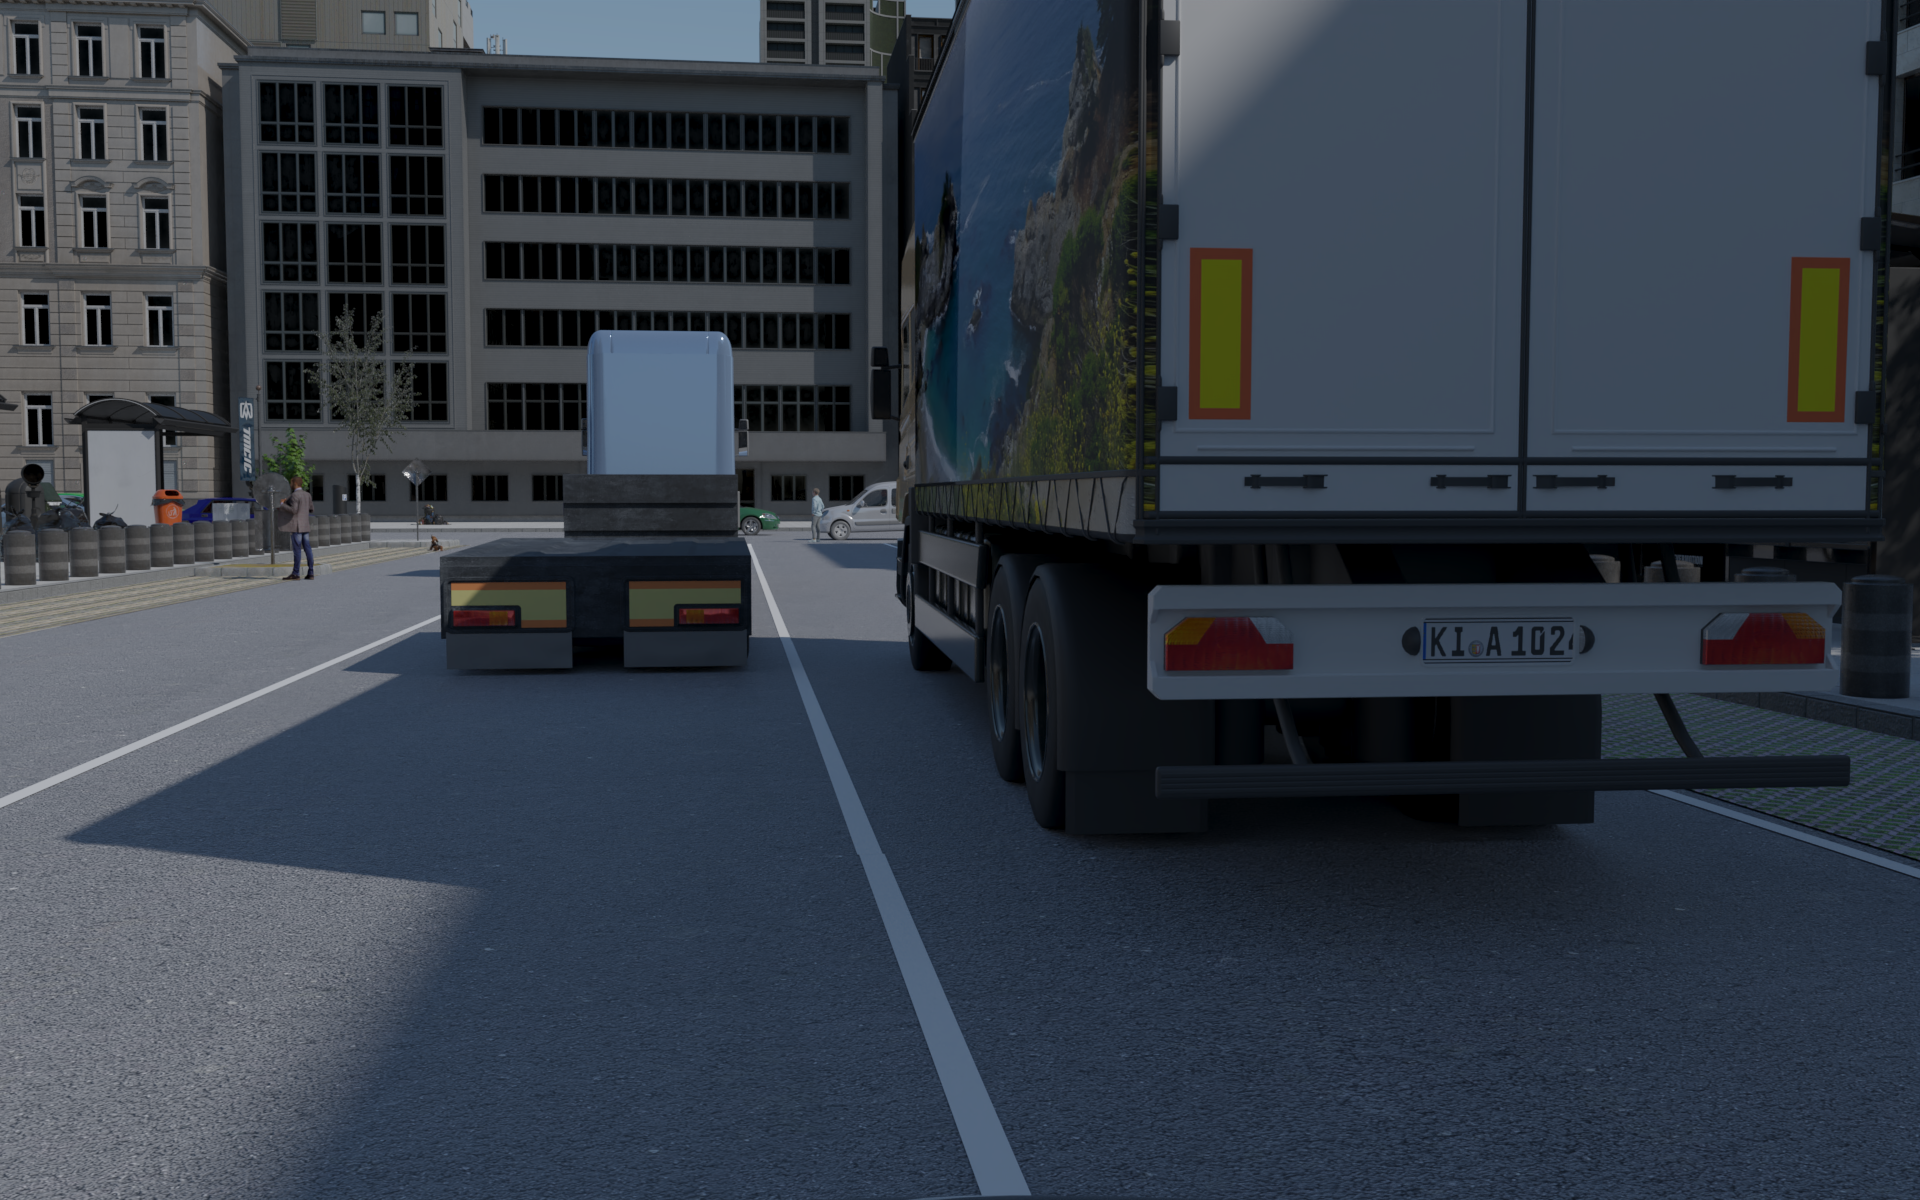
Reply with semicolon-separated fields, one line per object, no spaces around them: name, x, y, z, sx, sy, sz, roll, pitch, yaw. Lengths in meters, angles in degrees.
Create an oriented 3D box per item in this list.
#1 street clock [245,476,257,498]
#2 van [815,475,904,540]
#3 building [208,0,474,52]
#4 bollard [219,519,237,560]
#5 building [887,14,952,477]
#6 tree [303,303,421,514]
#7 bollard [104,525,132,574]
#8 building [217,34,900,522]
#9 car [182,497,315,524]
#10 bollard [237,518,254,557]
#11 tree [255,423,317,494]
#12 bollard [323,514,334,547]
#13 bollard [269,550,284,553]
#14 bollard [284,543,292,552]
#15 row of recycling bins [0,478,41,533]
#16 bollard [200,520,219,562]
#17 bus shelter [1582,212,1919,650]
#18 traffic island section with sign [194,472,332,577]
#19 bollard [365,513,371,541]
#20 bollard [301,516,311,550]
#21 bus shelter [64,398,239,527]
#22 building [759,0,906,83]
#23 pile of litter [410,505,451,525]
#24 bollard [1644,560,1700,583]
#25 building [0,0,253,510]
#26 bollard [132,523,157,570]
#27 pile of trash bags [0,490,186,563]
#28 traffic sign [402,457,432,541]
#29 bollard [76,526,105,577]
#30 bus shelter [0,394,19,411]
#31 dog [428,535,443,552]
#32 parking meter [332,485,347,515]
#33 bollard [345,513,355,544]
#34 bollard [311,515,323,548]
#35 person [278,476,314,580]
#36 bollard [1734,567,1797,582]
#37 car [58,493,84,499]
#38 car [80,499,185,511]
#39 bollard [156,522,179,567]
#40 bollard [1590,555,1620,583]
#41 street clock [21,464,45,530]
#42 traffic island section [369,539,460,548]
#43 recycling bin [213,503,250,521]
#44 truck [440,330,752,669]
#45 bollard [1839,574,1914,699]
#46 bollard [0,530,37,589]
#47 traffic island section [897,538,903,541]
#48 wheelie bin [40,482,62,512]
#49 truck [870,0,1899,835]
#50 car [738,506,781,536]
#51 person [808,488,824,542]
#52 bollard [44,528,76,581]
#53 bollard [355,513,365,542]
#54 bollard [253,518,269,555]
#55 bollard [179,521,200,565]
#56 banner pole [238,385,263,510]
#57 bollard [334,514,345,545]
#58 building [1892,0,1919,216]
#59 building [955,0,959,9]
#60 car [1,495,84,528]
street clock;-27.639;-3.861;67.691;0.358;2.002;0.471;2;4;27
van;-2.541;-2.900;54.433;4.112;2.044;2.013;-1;4;-9
building;-55.669;-33.963;144.535;28.713;52.752;27.495;0;4;-8
bollard;-14.536;-1.183;34.061;0.404;0.777;0.398;0;3;0
building;4.857;-15.642;85.427;15.834;23.373;12.332;0;4;-8
tree;-23.437;-7.194;67.979;4.360;8.622;3.978;0;3;0
bollard;-13.741;-0.816;28.052;0.404;0.777;0.398;0;3;0
building;-18.401;-16.202;83.970;30.058;24.678;14.314;0;4;-8
car;-20.420;-2.293;50.063;3.894;1.354;1.945;0;4;-7
bollard;-14.700;-1.256;35.251;0.404;0.777;0.398;0;3;0
tree;-17.672;-3.144;46.000;1.663;3.219;1.824;0;3;0
bollard;-15.659;-1.696;42.442;0.404;0.777;0.398;0;3;0
bollard;-15.014;-1.402;37.634;0.404;0.777;0.398;0;3;0
bollard;-15.176;-1.474;38.825;0.404;0.777;0.398;0;3;0
row of recycling bins;-24.465;-2.167;42.546;3.534;1.692;1.069;-3;4;-36
bollard;-14.379;-1.110;32.869;0.404;0.777;0.398;0;3;0
bus shelter;7.633;-1.592;17.304;1.731;3.624;6.357;0;4;-7
traffic island section with sign;-12.351;-1.362;30.889;1.989;1.847;2.006;0;4;-8
bollard;-16.294;-1.989;47.241;0.404;0.777;0.398;0;3;0
bollard;-15.336;-1.549;40.047;0.404;0.777;0.398;0;3;0
bus shelter;-18.103;-2.767;39.165;2.014;3.302;5.546;0;4;-7
building;-18.008;-49.470;247.082;20.611;71.187;20.563;0;4;-8
pile of litter;-22.092;-3.553;72.060;1.719;0.858;1.176;0;4;4
bollard;5.508;0.080;13.417;0.404;0.777;0.398;0;3;0
building;-45.574;-17.232;79.007;25.104;27.353;12.463;0;4;-8
bollard;-13.900;-0.889;29.258;0.404;0.777;0.398;0;3;0
pile of trash bags;-16.763;-1.468;33.750;1.912;1.369;3.447;2;4;34
traffic sign;-14.859;-2.677;47.417;0.795;2.450;0.064;0;4;-8
bollard;-13.581;-0.741;26.839;0.404;0.777;0.398;0;3;0
bus shelter;-17.381;-2.085;28.010;2.014;3.302;5.546;0;4;-8
dog;-13.210;-1.421;43.420;0.550;0.427;0.748;0;4;3
parking meter;-17.193;-2.423;48.030;0.372;1.533;0.369;0;3;0
bollard;-15.979;-1.843;44.854;0.404;0.777;0.398;0;3;0
bollard;-15.498;-1.622;41.237;0.404;0.777;0.398;0;3;0
person;-11.045;-1.192;28.813;0.431;1.722;0.655;1;4;18
bollard;5.667;0.153;12.208;0.404;0.777;0.398;0;3;0
car;-30.680;-3.073;59.039;4.718;1.807;1.959;0;4;-6
car;-27.024;-2.731;56.453;4.920;1.459;2.131;-1;4;-8
bollard;-14.063;-0.963;30.470;0.404;0.777;0.398;0;3;0
bollard;5.350;0.006;14.614;0.404;0.777;0.398;0;3;0
street clock;-21.993;-2.236;41.121;0.471;2.002;0.358;-3;4;-37
traffic island section;-14.882;-1.541;47.476;2.009;0.180;2.903;0;4;-8
recycling bin;-19.661;-2.091;46.744;0.722;1.027;0.722;3;5;42
truck;-4.149;-2.026;22.884;2.967;4.110;18.799;0;4;-8
bollard;5.829;0.226;11.018;0.404;0.777;0.398;0;3;0
bollard;-13.256;-0.593;24.419;0.404;0.777;0.398;0;3;0
traffic island section;-0.714;-1.656;49.351;2.009;0.180;2.903;0;4;-8
wheelie bin;-24.492;-2.345;46.248;0.693;1.594;0.980;0;4;7
truck;1.112;-1.338;10.784;2.839;4.237;11.283;0;4;-6
car;-8.723;-2.966;60.288;4.920;1.459;2.131;0;4;-6
person;-4.283;-2.525;51.589;0.330;1.601;0.589;2;4;33
bollard;-13.418;-0.668;25.631;0.404;0.777;0.398;0;3;0
bollard;-16.133;-1.916;46.050;0.404;0.777;0.398;0;3;0
bollard;-14.859;-1.329;36.442;0.404;0.777;0.398;0;3;0
bollard;-14.217;-1.036;31.662;0.404;0.777;0.398;0;3;0
banner pole;-16.206;-3.039;39.697;0.401;3.779;0.863;1;4;22
bollard;-15.819;-1.769;43.645;0.404;0.777;0.398;0;3;0
building;20.516;-10.844;32.045;10.420;20.320;16.860;0;4;-8
building;8.808;-43.955;156.917;20.563;71.187;20.611;0;4;-8
car;-27.825;-2.438;51.861;4.499;1.417;2.014;-1;4;-9
